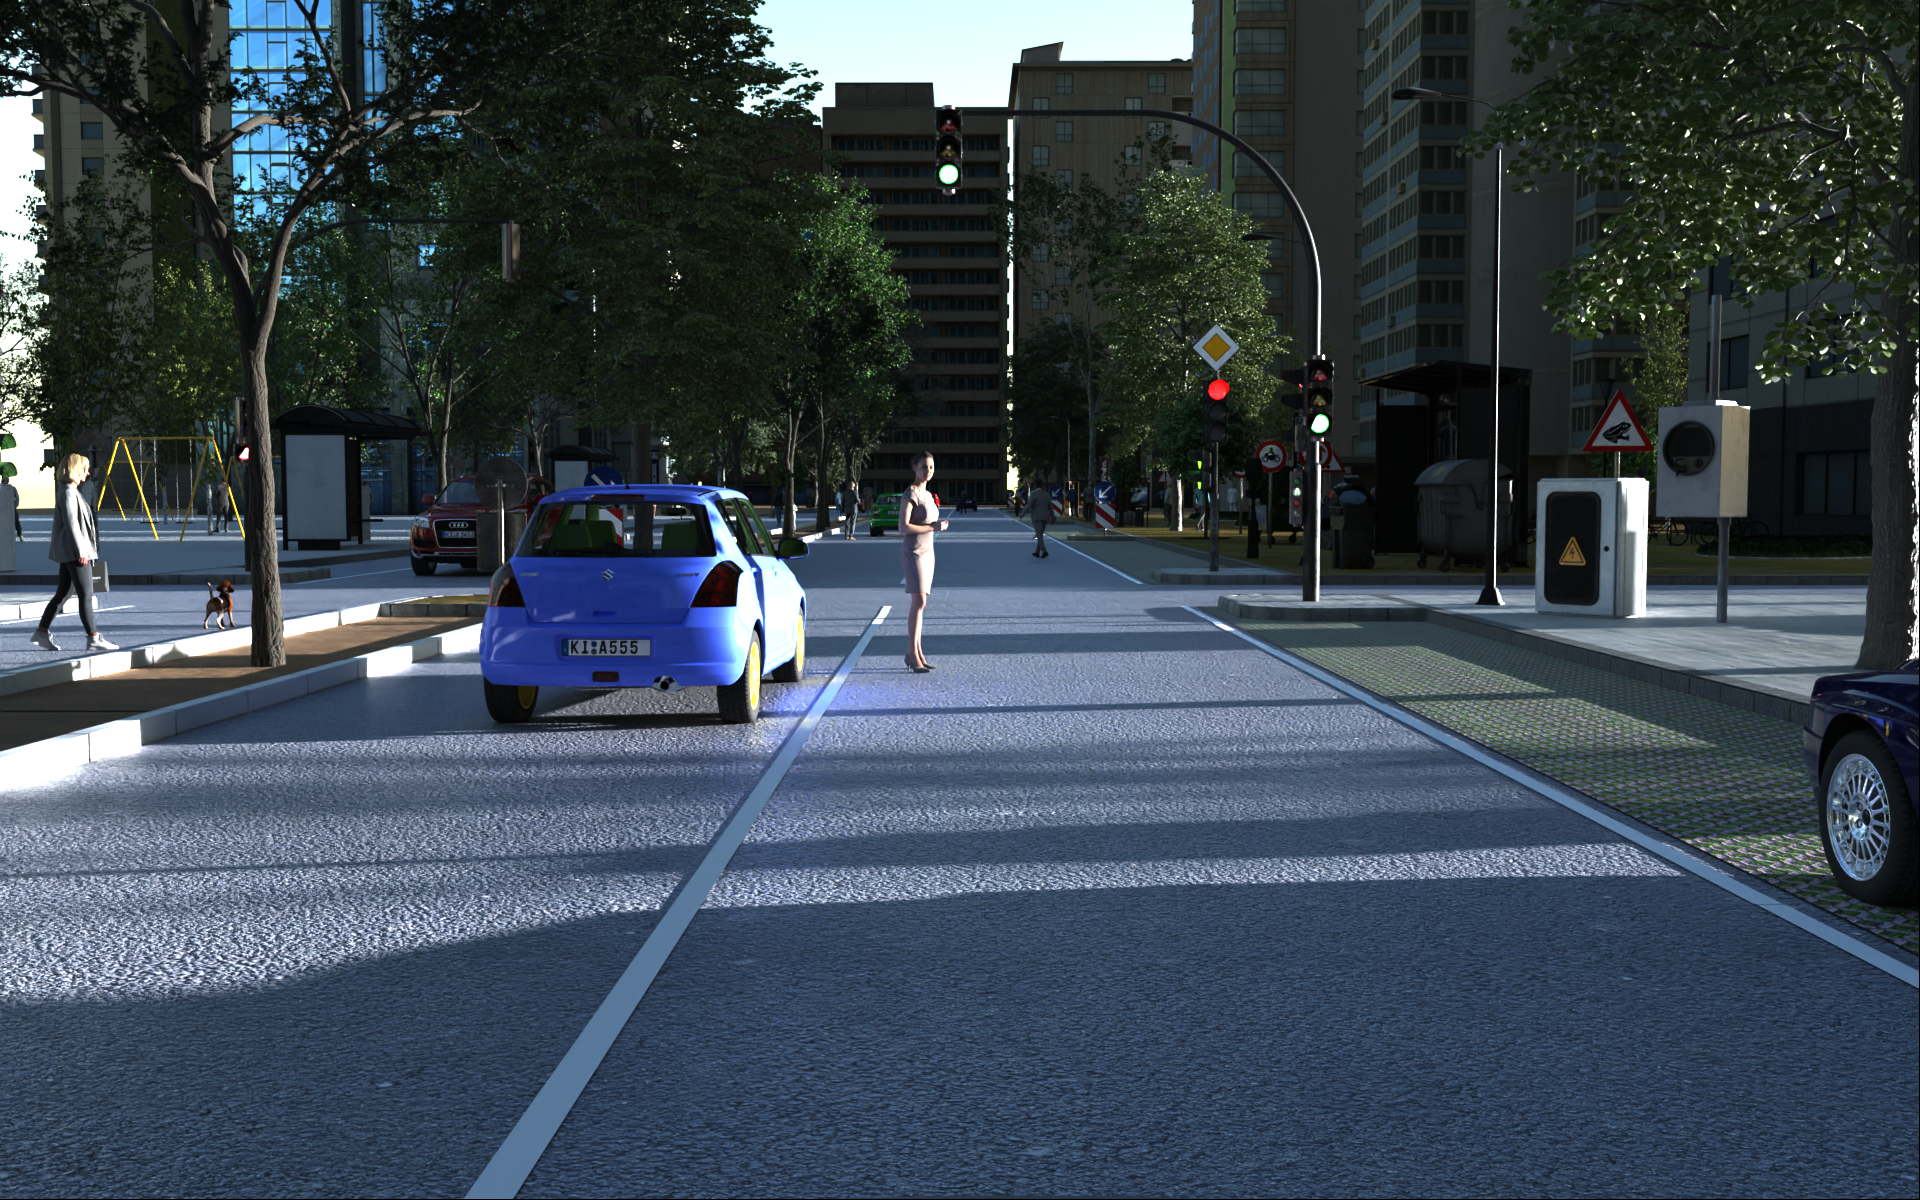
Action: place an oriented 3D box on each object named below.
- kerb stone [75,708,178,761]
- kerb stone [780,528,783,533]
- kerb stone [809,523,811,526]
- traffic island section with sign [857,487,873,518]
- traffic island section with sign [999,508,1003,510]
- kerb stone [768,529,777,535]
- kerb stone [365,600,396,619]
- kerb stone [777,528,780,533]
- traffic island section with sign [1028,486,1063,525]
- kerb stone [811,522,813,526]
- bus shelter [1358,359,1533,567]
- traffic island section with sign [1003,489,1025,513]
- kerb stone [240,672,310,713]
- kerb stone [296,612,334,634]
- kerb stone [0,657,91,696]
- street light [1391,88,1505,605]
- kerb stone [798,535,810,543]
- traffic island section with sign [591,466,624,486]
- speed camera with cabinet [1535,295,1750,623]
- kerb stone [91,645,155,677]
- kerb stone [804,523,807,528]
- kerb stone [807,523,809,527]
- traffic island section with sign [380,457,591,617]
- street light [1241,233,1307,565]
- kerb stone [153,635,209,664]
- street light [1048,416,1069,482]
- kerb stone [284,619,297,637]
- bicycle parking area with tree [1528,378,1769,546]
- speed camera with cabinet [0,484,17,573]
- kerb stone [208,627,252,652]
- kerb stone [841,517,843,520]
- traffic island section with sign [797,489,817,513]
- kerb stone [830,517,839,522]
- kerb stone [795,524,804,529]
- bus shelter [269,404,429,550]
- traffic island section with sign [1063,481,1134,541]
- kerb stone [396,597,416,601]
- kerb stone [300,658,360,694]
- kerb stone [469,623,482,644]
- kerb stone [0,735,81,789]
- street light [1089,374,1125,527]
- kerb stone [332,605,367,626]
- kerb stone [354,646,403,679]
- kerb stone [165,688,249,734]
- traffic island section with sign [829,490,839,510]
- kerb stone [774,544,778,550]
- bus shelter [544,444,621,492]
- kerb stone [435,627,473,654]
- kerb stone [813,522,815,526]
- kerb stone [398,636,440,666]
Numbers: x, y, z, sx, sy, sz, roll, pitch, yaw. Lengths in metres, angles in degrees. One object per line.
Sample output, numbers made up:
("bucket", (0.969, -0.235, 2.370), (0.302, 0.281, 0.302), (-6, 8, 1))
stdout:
("kerb stone", (-4.720, 0.759, 9.784), (0.120, 0.150, 1.000), (0, 4, 0))
("kerb stone", (-6.694, -2.536, 63.699), (0.120, 0.150, 1.000), (0, 4, 0))
("kerb stone", (-6.670, -3.227, 74.964), (0.120, 0.150, 1.000), (0, 4, 0))
("traffic island section with sign", (-5.552, -5.838, 103.591), (2.006, 1.907, 1.989), (0, 4, 0))
("traffic island section with sign", (4.536, -9.162, 158.427), (1.989, 1.847, 2.006), (0, 4, 0))
("kerb stone", (-6.704, -2.408, 61.651), (0.120, 0.150, 1.000), (0, 4, 0))
("kerb stone", (-6.797, 0.128, 20.106), (0.120, 0.150, 1.000), (0, 4, 0))
("kerb stone", (-6.701, -2.476, 62.672), (0.120, 0.150, 1.000), (0, 4, 0))
("traffic island section with sign", (4.366, -4.459, 81.533), (1.989, 1.847, 2.006), (0, 4, 0))
("kerb stone", (-6.665, -3.290, 75.986), (0.120, 0.150, 1.000), (0, 4, 0))
("bus shelter", (9.215, -2.574, 33.376), (1.731, 3.624, 6.357), (0, 4, 0))
("traffic island section with sign", (4.469, -7.455, 130.523), (1.989, 1.847, 2.006), (0, 4, 0))
("kerb stone", (-4.711, 0.634, 11.834), (0.120, 0.150, 1.000), (0, 4, 0))
("kerb stone", (-6.798, 0.255, 18.061), (0.120, 0.150, 1.000), (0, 4, 0))
("kerb stone", (-6.823, 0.566, 12.941), (0.120, 0.150, 1.000), (0, 4, 0))
("street light", (5.623, -2.901, 19.972), (1.470, 5.913, 1.316), (0, 4, 0))
("kerb stone", (-4.629, -1.782, 51.336), (0.120, 0.150, 1.000), (0, 4, 0))
("traffic island section with sign", (-5.711, -1.243, 28.452), (2.006, 1.907, 1.989), (0, 4, 0))
("speed camera with cabinet", (6.953, -1.432, 17.744), (0.660, 3.252, 2.038), (-3, 4, -38))
("kerb stone", (-6.810, 0.505, 13.971), (0.120, 0.150, 1.000), (0, 4, 0))
("kerb stone", (-6.673, -3.102, 72.914), (0.120, 0.150, 1.000), (0, 4, 0))
("kerb stone", (-6.673, -3.165, 73.936), (0.120, 0.150, 1.000), (0, 4, 0))
("traffic island section with sign", (-5.737, -0.790, 21.045), (2.006, 1.907, 1.989), (0, 4, 0))
("street light", (5.713, -3.577, 31.032), (1.470, 5.913, 1.316), (0, 4, 0))
("kerb stone", (-6.807, 0.440, 14.995), (0.120, 0.150, 1.000), (0, 4, 0))
("street light", (5.943, -8.014, 103.572), (1.470, 5.913, 1.316), (0, 4, 0))
("kerb stone", (-6.804, 0.315, 17.039), (0.120, 0.150, 1.000), (0, 4, 0))
("bicycle parking area with tree", (15.717, -3.586, 45.633), (9.016, 4.147, 8.231), (0, 4, 3))
("speed camera with cabinet", (-16.534, -2.075, 28.257), (2.038, 3.252, 0.660), (1, 4, 9))
("kerb stone", (-6.806, 0.378, 16.017), (0.120, 0.150, 1.000), (0, 4, 0))
("kerb stone", (-6.624, -4.419, 94.454), (0.120, 0.150, 1.000), (0, 4, 0))
("traffic island section with sign", (-11.247, -7.459, 130.583), (1.989, 1.847, 2.006), (0, 4, 0))
("kerb stone", (-6.633, -4.229, 91.373), (0.120, 0.150, 1.000), (0, 4, 0))
("kerb stone", (-6.670, -3.039, 71.890), (0.120, 0.150, 1.000), (0, 4, 0))
("bus shelter", (-14.658, -2.931, 41.841), (2.014, 3.302, 5.546), (0, 3, 0))
("traffic island section with sign", (4.302, -2.736, 53.368), (1.989, 1.847, 2.006), (0, 4, 0))
("kerb stone", (-6.790, 0.070, 21.128), (0.120, 0.150, 1.000), (0, 4, 0))
("kerb stone", (-4.711, 0.571, 12.859), (0.120, 0.150, 1.000), (0, 4, 0))
("kerb stone", (-4.697, 0.320, 16.958), (0.120, 0.150, 1.000), (0, 4, 0))
("kerb stone", (-4.719, 0.823, 8.755), (0.120, 0.150, 1.000), (0, 4, 0))
("street light", (5.715, -5.796, 67.303), (1.470, 5.913, 1.316), (0, 4, 0))
("kerb stone", (-6.798, 0.190, 19.083), (0.120, 0.150, 1.000), (0, 4, 0))
("kerb stone", (-4.708, 0.511, 13.881), (0.120, 0.150, 1.000), (0, 4, 0))
("kerb stone", (-4.719, 0.697, 10.808), (0.120, 0.150, 1.000), (0, 4, 0))
("traffic island section with sign", (-11.185, -9.108, 157.538), (1.989, 1.847, 2.006), (0, 4, 0))
("kerb stone", (-4.641, -1.344, 44.168), (0.120, 0.150, 1.000), (0, 4, 0))
("bus shelter", (-15.775, -4.819, 72.712), (2.014, 3.302, 5.546), (0, 4, 0))
("kerb stone", (-4.706, 0.385, 15.930), (0.120, 0.150, 1.000), (0, 4, 0))
("kerb stone", (-6.666, -3.340, 77.010), (0.120, 0.150, 1.000), (0, 4, 0))
("kerb stone", (-4.708, 0.448, 14.905), (0.120, 0.150, 1.000), (0, 4, 0))
